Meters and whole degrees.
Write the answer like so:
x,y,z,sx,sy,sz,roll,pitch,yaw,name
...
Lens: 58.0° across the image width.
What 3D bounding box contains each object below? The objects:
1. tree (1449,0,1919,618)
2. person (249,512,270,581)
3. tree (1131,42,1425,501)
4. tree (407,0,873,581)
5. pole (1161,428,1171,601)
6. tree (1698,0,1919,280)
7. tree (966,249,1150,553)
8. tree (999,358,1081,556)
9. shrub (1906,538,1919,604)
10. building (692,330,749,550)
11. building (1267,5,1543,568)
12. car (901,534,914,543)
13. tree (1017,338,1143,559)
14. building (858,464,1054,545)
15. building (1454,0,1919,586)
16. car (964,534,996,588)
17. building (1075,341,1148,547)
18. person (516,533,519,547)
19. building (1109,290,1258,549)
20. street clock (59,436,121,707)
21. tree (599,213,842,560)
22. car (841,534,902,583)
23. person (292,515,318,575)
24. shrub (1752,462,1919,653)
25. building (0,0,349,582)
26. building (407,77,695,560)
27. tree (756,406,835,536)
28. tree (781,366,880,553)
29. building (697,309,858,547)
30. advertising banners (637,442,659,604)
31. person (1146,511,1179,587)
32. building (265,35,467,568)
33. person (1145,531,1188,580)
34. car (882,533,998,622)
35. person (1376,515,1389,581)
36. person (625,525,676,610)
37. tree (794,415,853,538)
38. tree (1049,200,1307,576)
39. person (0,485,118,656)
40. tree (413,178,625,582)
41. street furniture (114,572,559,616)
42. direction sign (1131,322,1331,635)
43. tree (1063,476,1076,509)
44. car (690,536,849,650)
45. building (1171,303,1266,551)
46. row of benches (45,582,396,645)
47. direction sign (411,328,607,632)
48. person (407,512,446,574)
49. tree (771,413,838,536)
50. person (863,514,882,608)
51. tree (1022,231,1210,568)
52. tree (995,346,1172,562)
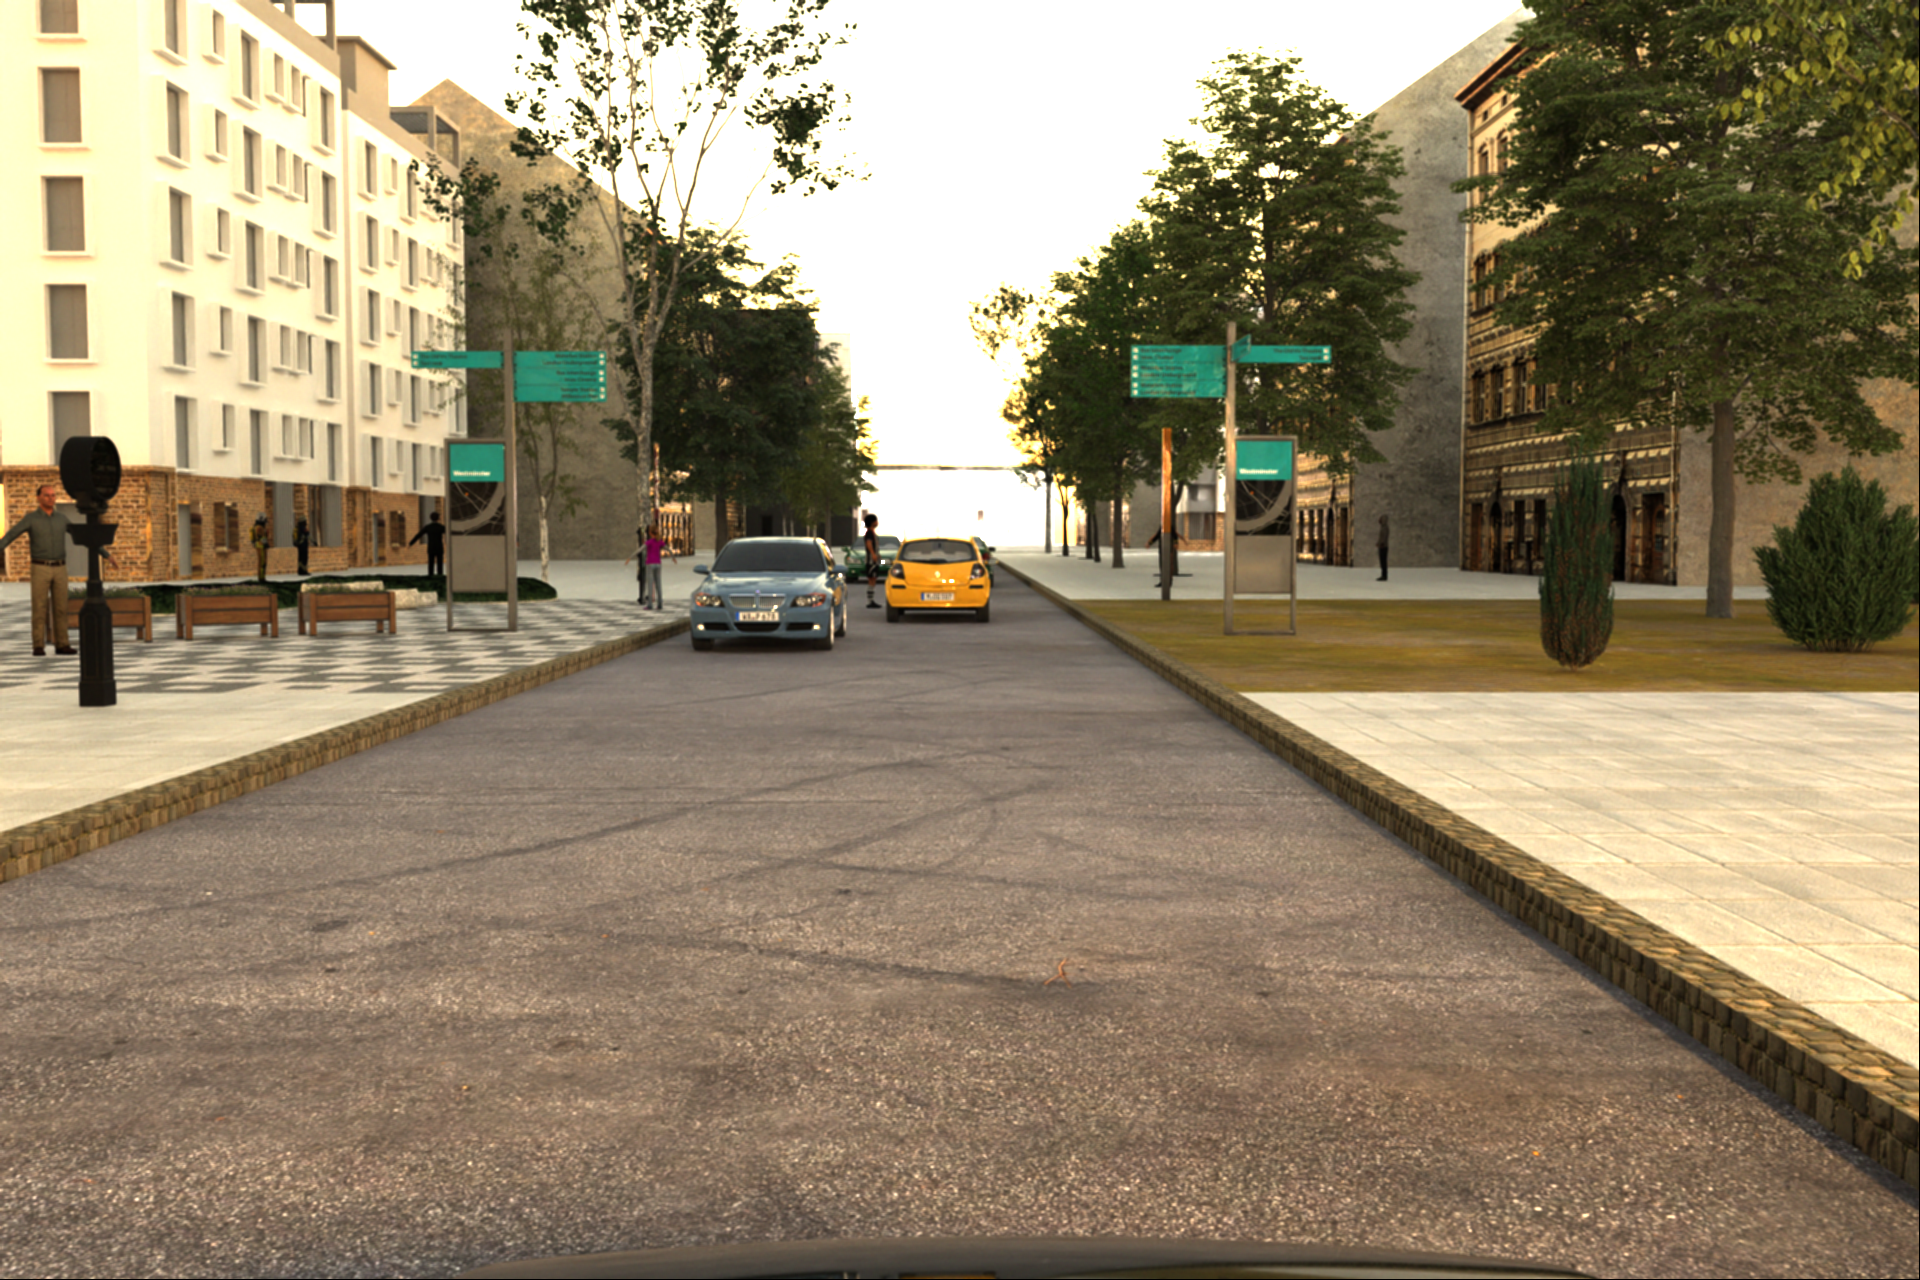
x,y,z,sx,sy,sz,roll,pitch,yaw,name
11.300,-6.615,26.286,7.486,12.596,7.792,0,3,0,tree
-18.145,-2.405,45.092,0.705,1.858,1.354,-2,4,-24,person
7.358,-7.498,40.715,7.486,12.596,7.792,0,3,0,tree
-8.518,-11.745,47.924,12.611,20.169,13.585,0,3,0,tree
3.979,-2.419,33.396,0.158,3.312,0.155,0,3,0,pole
6.505,-3.702,10.883,4.737,8.622,4.395,0,3,0,tree
7.101,-15.818,114.514,12.611,20.169,13.585,0,3,0,tree
6.067,-10.672,100.247,9.928,11.665,9.643,0,3,0,tree
17.640,-1.269,31.860,1.383,1.207,1.383,0,3,0,shrub
-28.594,-19.320,146.804,19.493,23.208,18.063,0,4,-1,building
24.160,-14.886,74.312,19.493,23.208,18.063,0,4,0,building
-1.995,-4.770,89.780,2.131,1.459,4.920,0,3,0,car
6.502,-9.972,88.797,9.928,11.665,9.643,0,3,0,tree
-2.514,-16.206,209.565,28.070,9.664,9.099,0,4,-2,building
26.753,-13.451,50.855,19.493,23.208,18.063,0,3,0,building
-0.051,-2.197,47.713,2.131,1.459,4.920,0,4,-2,car
22.287,-21.664,185.137,19.493,23.208,18.063,0,3,0,building
-13.715,-2.823,52.374,1.346,1.802,0.704,3,5,39,person
24.100,-20.211,161.386,19.493,23.208,18.063,0,4,0,building
-6.450,-0.510,12.901,0.358,2.002,0.471,0,4,1,street clock
-9.458,-9.889,68.339,9.857,13.997,8.962,0,3,0,tree
-2.465,-2.459,51.999,2.131,1.459,4.920,0,4,-1,car
-20.376,-2.935,53.760,1.354,1.856,0.705,3,5,40,person
9.633,-0.912,18.951,1.661,2.075,1.752,0,3,0,shrub
-26.489,-11.695,47.640,16.016,20.090,11.380,0,4,0,building
-24.843,-16.026,92.961,19.493,23.208,18.063,0,4,-1,building
-8.728,-8.384,87.448,4.737,8.622,4.395,0,3,0,tree
-8.989,-12.136,116.546,7.486,12.596,7.792,0,3,0,tree
-24.759,-20.148,173.388,27.936,21.610,32.646,0,4,-1,building
-5.804,-2.215,32.403,0.090,3.025,2.074,0,4,1,advertising banners
4.935,-2.196,41.836,0.705,1.837,1.347,-2,4,-26,person
-27.704,-12.890,67.164,16.016,20.090,11.380,0,4,-1,building
5.782,-2.549,48.482,1.217,1.733,0.721,0,4,-1,person
-0.355,-1.179,29.506,2.015,1.641,3.980,0,4,0,car
11.634,-2.543,47.707,0.705,1.813,1.348,1,4,8,person
-5.228,-1.231,29.398,0.991,1.433,0.599,-3,5,-41,person
-9.061,-9.462,105.068,4.360,8.622,3.978,0,3,0,tree
6.646,-7.772,52.829,9.928,11.665,9.643,0,3,0,tree
-9.656,-0.740,18.374,0.705,1.796,1.348,3,5,41,person
-8.523,-5.242,36.074,4.360,8.622,3.978,0,3,0,tree
-11.072,-0.980,31.653,5.734,0.657,10.072,1,4,14,street furniture
3.425,-1.993,21.356,2.525,3.948,1.411,0,4,-1,direction sign
17.406,-18.264,208.986,12.009,13.543,11.850,0,3,0,tree
-2.449,-0.666,22.884,2.014,1.417,4.499,0,4,-1,car
22.054,-17.492,142.406,16.016,20.090,11.380,0,4,0,building
-9.090,-0.355,21.260,4.104,0.672,1.422,-2,4,-34,row of benches
-5.866,-2.104,23.167,2.525,3.948,1.411,0,4,0,direction sign
-12.492,-2.145,41.262,1.347,1.806,0.705,0,4,-6,person
-9.337,-9.043,98.215,4.737,8.622,4.395,0,3,0,tree
-1.679,-1.529,33.603,0.704,1.843,1.345,0,4,1,person
6.127,-8.984,65.020,7.486,12.596,7.792,0,3,0,tree
6.101,-8.849,79.099,8.767,10.594,7.601,-2,4,-34,tree
